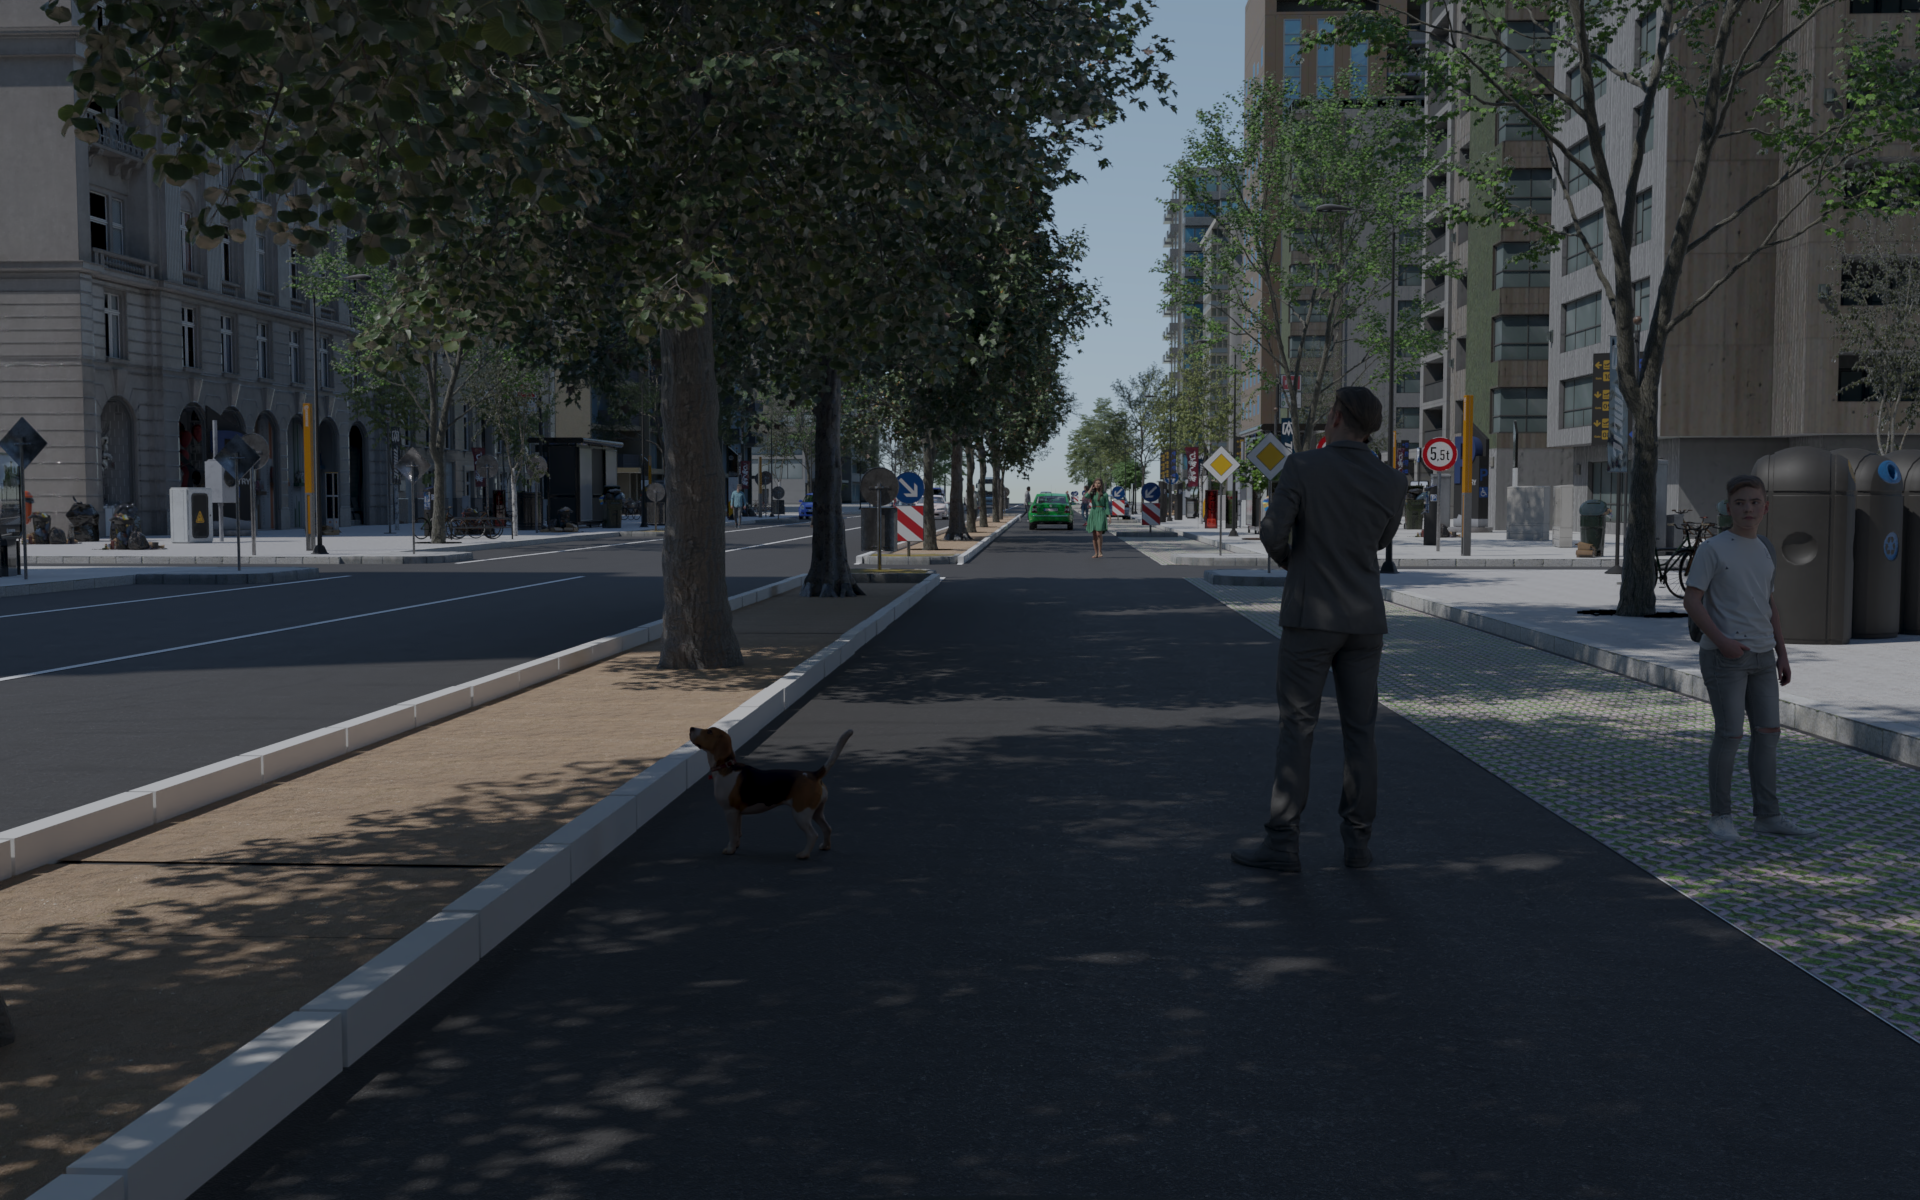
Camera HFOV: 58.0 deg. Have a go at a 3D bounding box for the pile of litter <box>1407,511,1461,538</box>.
[{"bbox_3d":[14.100,-2.288,51.366,1.176,0.858,1.719,-2,4,-26],"label":"pile of litter"}]

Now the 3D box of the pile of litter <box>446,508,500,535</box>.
[{"bbox_3d":[-15.440,-2.486,54.617,1.719,0.858,1.176,0,4,-4],"label":"pile of litter"}]

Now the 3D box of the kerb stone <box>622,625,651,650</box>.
[{"bbox_3d":[-3.089,0.375,16.181,0.120,0.150,1.000,0,4,3],"label":"kerb stone"}]

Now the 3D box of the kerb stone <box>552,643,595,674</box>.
[{"bbox_3d":[-3.189,0.493,14.134,0.120,0.150,1.000,0,4,3],"label":"kerb stone"}]

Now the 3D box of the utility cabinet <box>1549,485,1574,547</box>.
[{"bbox_3d":[14.530,-2.025,41.786,0.318,1.500,1.173,1,4,11],"label":"utility cabinet"}]

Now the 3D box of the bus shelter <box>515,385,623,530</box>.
[{"bbox_3d":[-14.820,-5.358,65.238,2.179,5.291,8.768,0,4,3],"label":"bus shelter"}]

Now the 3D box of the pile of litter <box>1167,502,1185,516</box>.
[{"bbox_3d":[12.604,-5.444,102.974,1.176,0.858,1.719,-2,4,-32],"label":"pile of litter"}]

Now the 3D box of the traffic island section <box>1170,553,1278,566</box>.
[{"bbox_3d":[5.445,-0.844,36.078,2.009,0.180,2.903,0,4,3],"label":"traffic island section"}]

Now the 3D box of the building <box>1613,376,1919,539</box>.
[{"bbox_3d":[26.532,-17.095,51.205,14.107,30.474,14.160,0,4,3],"label":"building"}]

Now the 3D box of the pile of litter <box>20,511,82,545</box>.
[{"bbox_3d":[-23.443,-1.855,44.291,1.719,0.858,1.176,0,4,3],"label":"pile of litter"}]

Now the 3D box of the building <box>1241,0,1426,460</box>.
[{"bbox_3d":[31.167,-30.178,143.521,14.600,45.320,14.200,0,4,3],"label":"building"}]

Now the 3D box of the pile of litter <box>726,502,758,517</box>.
[{"bbox_3d":[-12.216,-5.123,97.732,1.719,0.858,1.176,0,4,-1],"label":"pile of litter"}]

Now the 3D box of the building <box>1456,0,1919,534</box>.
[{"bbox_3d":[26.179,-18.028,66.452,14.160,30.474,14.107,0,4,3],"label":"building"}]

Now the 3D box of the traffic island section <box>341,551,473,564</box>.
[{"bbox_3d":[-11.673,-0.898,36.961,2.009,0.180,2.903,0,4,3],"label":"traffic island section"}]

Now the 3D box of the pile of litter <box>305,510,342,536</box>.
[{"bbox_3d":[-19.966,-2.464,54.259,1.176,0.858,1.719,0,4,-1],"label":"pile of litter"}]

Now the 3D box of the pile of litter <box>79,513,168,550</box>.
[{"bbox_3d":[-19.213,-1.597,40.073,1.719,0.858,1.176,2,4,24],"label":"pile of litter"}]

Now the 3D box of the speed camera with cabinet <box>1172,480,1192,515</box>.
[{"bbox_3d":[13.603,-6.773,105.069,0.660,3.252,2.038,-3,4,-38],"label":"speed camera with cabinet"}]

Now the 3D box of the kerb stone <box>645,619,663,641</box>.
[{"bbox_3d":[-3.029,0.305,17.202,0.120,0.150,1.000,0,4,3],"label":"kerb stone"}]

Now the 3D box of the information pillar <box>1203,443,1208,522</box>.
[{"bbox_3d":[11.134,-5.330,78.503,0.183,3.616,0.504,-1,4,-9],"label":"information pillar"}]

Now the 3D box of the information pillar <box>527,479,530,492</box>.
[{"bbox_3d":[-21.114,-4.939,85.236,0.304,2.012,0.304,-2,4,-35],"label":"information pillar"}]

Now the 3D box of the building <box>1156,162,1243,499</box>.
[{"bbox_3d":[41.224,-38.764,253.395,23.786,49.044,30.456,0,4,3],"label":"building"}]

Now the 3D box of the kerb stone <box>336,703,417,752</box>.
[{"bbox_3d":[-3.404,0.747,10.039,0.120,0.150,1.000,0,4,3],"label":"kerb stone"}]

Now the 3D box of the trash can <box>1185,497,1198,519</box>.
[{"bbox_3d":[12.076,-4.815,90.376,0.748,1.137,0.748,0,3,0],"label":"trash can"}]

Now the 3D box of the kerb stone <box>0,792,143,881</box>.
[{"bbox_3d":[-3.557,0.932,6.956,0.120,0.150,1.000,0,4,3],"label":"kerb stone"}]

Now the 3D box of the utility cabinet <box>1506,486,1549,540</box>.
[{"bbox_3d":[15.614,-2.382,47.620,0.318,1.500,1.173,-3,4,-37],"label":"utility cabinet"}]

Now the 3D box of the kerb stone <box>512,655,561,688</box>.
[{"bbox_3d":[-3.240,0.556,13.104,0.120,0.150,1.000,0,4,3],"label":"kerb stone"}]

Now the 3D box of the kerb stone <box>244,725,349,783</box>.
[{"bbox_3d":[-3.454,0.807,9.006,0.120,0.150,1.000,0,4,3],"label":"kerb stone"}]

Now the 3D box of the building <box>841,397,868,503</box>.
[{"bbox_3d":[-24.844,-38.012,245.201,21.300,48.544,21.600,0,4,3],"label":"building"}]

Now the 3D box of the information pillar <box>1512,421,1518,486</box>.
[{"bbox_3d":[17.694,-3.906,55.217,0.183,3.616,0.504,1,4,9],"label":"information pillar"}]

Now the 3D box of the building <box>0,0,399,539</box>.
[{"bbox_3d":[-30.093,-13.372,60.433,13.314,21.916,24.055,0,4,3],"label":"building"}]

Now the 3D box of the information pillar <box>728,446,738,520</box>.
[{"bbox_3d":[-11.161,-5.741,85.212,0.504,3.616,0.183,0,4,5],"label":"information pillar"}]

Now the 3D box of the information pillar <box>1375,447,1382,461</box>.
[{"bbox_3d":[20.638,-5.761,85.547,0.183,3.616,0.504,-1,4,-17],"label":"information pillar"}]

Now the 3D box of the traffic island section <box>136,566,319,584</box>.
[{"bbox_3d":[-12.084,-0.410,28.987,2.009,0.180,2.903,0,4,3],"label":"traffic island section"}]

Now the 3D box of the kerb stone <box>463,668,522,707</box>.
[{"bbox_3d":[-3.287,0.620,12.081,0.120,0.150,1.000,0,4,3],"label":"kerb stone"}]

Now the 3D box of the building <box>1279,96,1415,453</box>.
[{"bbox_3d":[30.909,-21.905,129.841,14.160,30.474,14.107,0,4,3],"label":"building"}]

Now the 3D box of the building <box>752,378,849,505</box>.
[{"bbox_3d":[-29.151,-38.619,220.662,28.713,52.752,27.495,0,4,3],"label":"building"}]

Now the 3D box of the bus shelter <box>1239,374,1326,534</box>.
[{"bbox_3d":[10.224,-4.768,55.594,2.179,5.291,8.768,0,4,3],"label":"bus shelter"}]

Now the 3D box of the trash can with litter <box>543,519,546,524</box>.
[{"bbox_3d":[-18.273,-3.935,75.400,1.678,1.210,2.233,-1,4,-9],"label":"trash can with litter"}]

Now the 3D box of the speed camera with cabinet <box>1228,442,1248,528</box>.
[{"bbox_3d":[10.942,-4.388,66.077,0.660,3.252,2.038,3,4,38],"label":"speed camera with cabinet"}]

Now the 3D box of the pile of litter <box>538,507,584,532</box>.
[{"bbox_3d":[-13.325,-2.703,58.164,1.719,0.858,1.176,1,4,15],"label":"pile of litter"}]

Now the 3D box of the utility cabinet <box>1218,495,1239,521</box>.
[{"bbox_3d":[13.010,-4.454,83.983,1.020,1.237,0.306,1,4,22],"label":"utility cabinet"}]

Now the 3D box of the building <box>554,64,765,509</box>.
[{"bbox_3d":[-29.827,-30.659,155.905,22.147,44.769,28.867,0,4,3],"label":"building"}]

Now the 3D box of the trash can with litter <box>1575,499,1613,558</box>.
[{"bbox_3d":[12.853,-1.454,35.156,0.624,1.170,1.055,2,4,29],"label":"trash can with litter"}]

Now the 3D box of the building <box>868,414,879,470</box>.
[{"bbox_3d":[-19.944,-30.101,263.850,14.160,30.474,14.107,0,4,3],"label":"building"}]

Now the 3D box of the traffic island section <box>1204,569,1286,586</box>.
[{"bbox_3d":[5.035,-0.356,28.104,2.009,0.180,2.903,0,4,3],"label":"traffic island section"}]

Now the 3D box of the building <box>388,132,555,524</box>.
[{"bbox_3d":[-29.020,-17.619,85.330,12.463,27.353,25.104,0,4,3],"label":"building"}]

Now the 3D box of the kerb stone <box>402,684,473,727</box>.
[{"bbox_3d":[-3.350,0.681,11.061,0.120,0.150,1.000,0,4,3],"label":"kerb stone"}]

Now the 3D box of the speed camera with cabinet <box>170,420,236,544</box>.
[{"bbox_3d":[-19.967,-3.147,45.790,0.660,3.252,2.038,1,4,15],"label":"speed camera with cabinet"}]

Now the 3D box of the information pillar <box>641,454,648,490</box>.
[{"bbox_3d":[-18.587,-6.778,102.177,0.504,3.616,0.183,1,4,21],"label":"information pillar"}]

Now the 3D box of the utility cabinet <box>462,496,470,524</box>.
[{"bbox_3d":[-20.992,-3.816,73.549,0.306,1.237,1.020,-1,4,-14],"label":"utility cabinet"}]

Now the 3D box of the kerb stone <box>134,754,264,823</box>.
[{"bbox_3d":[-3.504,0.870,7.977,0.120,0.150,1.000,0,4,3],"label":"kerb stone"}]

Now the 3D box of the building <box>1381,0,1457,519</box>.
[{"bbox_3d":[34.686,-39.869,90.118,20.563,71.187,20.611,0,4,3],"label":"building"}]

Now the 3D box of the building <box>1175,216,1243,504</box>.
[{"bbox_3d":[44.618,-32.685,226.281,32.217,40.220,23.993,0,4,3],"label":"building"}]

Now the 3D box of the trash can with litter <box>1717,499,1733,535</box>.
[{"bbox_3d":[15.846,-1.472,35.449,0.624,1.170,1.055,1,4,16],"label":"trash can with litter"}]

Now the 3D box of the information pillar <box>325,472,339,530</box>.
[{"bbox_3d":[-21.166,-3.296,58.385,0.304,2.012,0.304,1,4,12],"label":"information pillar"}]

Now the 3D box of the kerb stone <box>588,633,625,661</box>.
[{"bbox_3d":[-3.141,0.431,15.155,0.120,0.150,1.000,0,4,3],"label":"kerb stone"}]
